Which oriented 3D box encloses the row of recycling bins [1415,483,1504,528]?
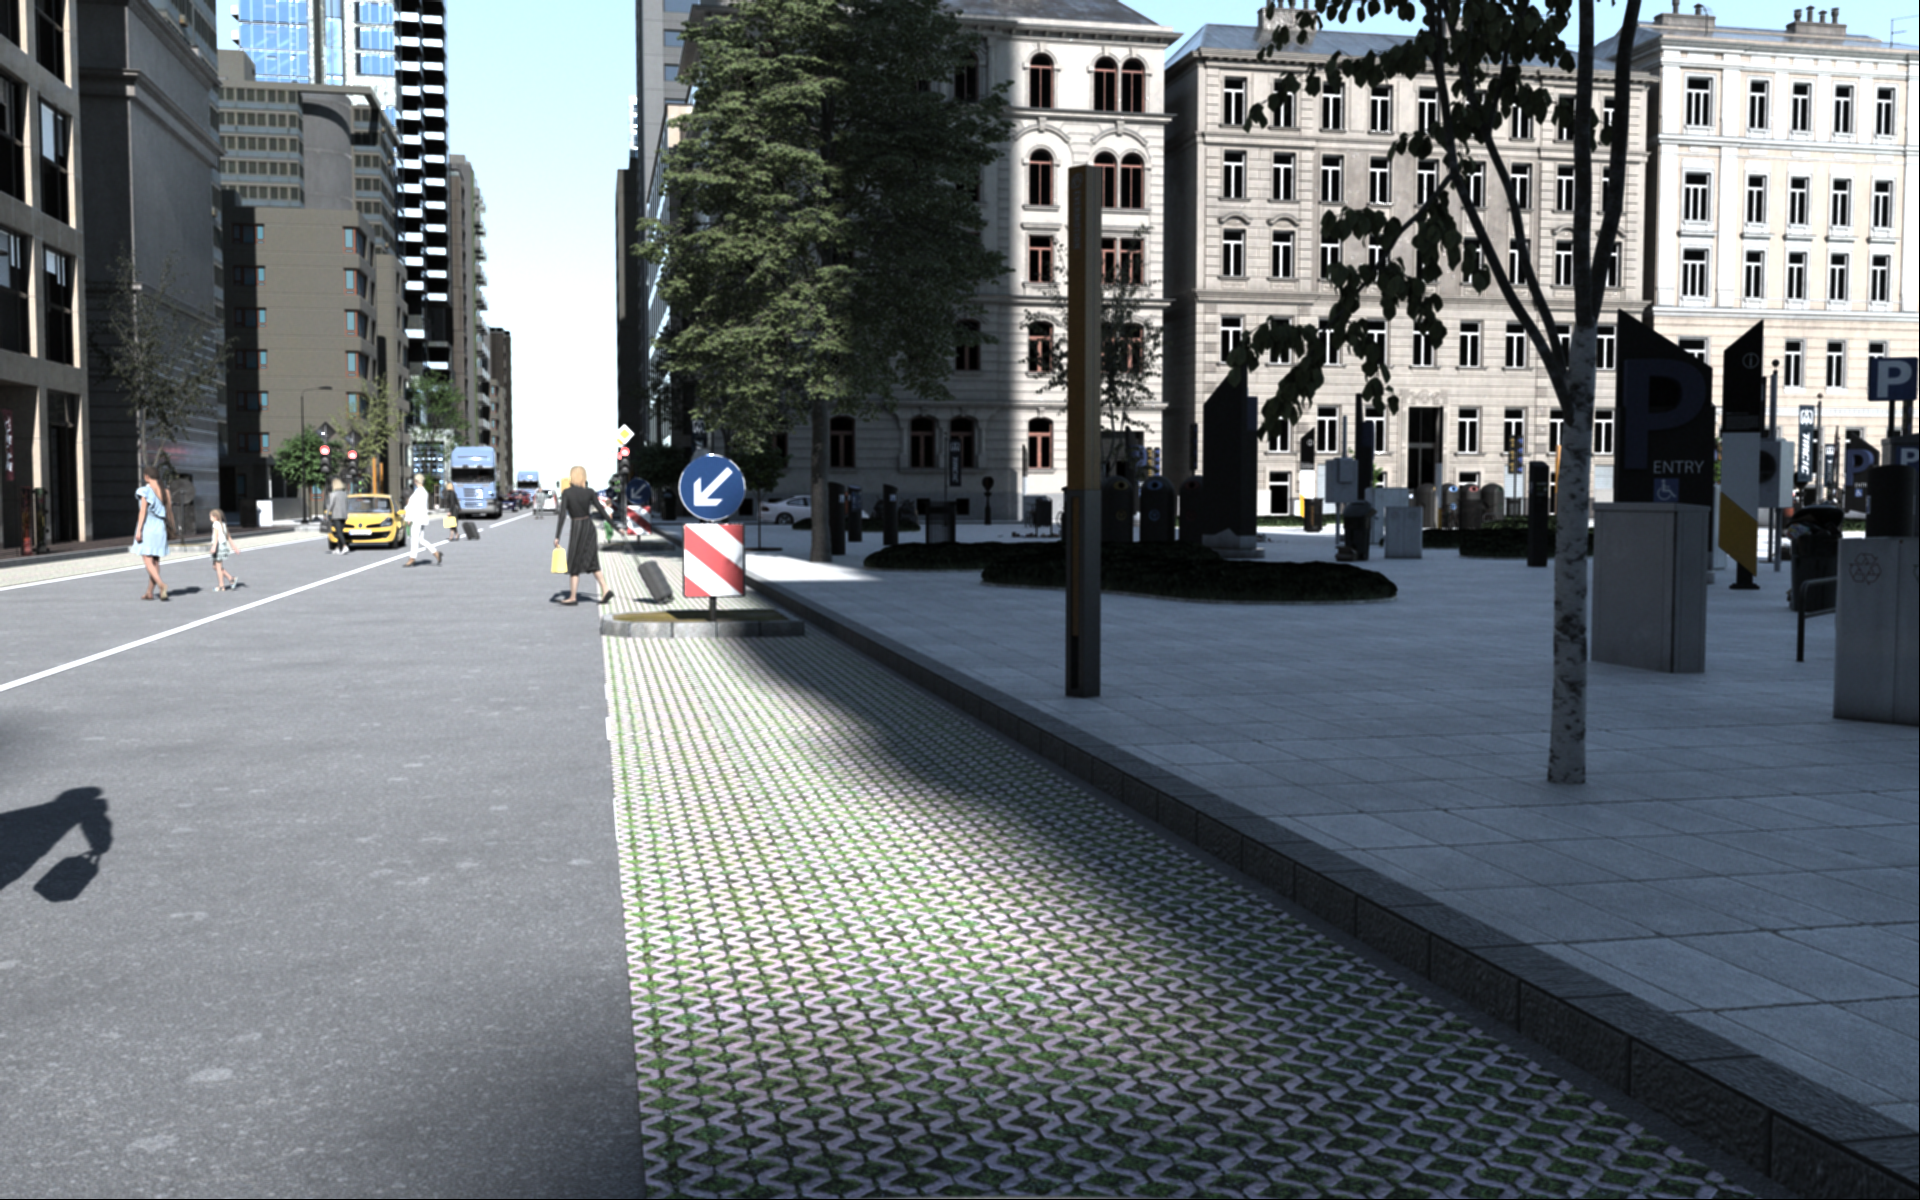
[{"bbox_3d":[19.015,-3.603,66.016,3.534,1.692,1.069,-1,4,-13],"label":"row of recycling bins"}]

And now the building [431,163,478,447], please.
[{"bbox_3d":[-65.645,-32.046,207.538,14.154,41.232,14.086,-1,4,-12],"label":"building"}]

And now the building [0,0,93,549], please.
[{"bbox_3d":[-29.676,-13.680,28.190,19.350,26.468,34.151,-1,4,-12],"label":"building"}]

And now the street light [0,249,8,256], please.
[{"bbox_3d":[-18.724,-3.689,32.854,1.470,5.913,1.316,-1,4,-12],"label":"street light"}]

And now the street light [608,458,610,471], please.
[{"bbox_3d":[-37.092,-13.143,187.433,1.470,5.913,1.316,-1,4,-12],"label":"street light"}]

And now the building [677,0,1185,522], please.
[{"bbox_3d":[-2.102,-18.411,88.406,23.554,28.519,14.401,-1,4,-12],"label":"building"}]

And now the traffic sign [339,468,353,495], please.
[{"bbox_3d":[-30.217,-5.220,85.453,0.768,2.556,0.104,0,4,-8],"label":"traffic sign"}]

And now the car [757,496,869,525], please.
[{"bbox_3d":[-6.331,-3.817,74.765,4.827,1.381,2.083,-1,4,-12],"label":"car"}]

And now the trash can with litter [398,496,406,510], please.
[{"bbox_3d":[-37.407,-6.468,117.141,0.624,1.170,1.055,2,4,29],"label":"trash can with litter"}]

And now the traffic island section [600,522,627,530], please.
[{"bbox_3d":[-15.116,-3.384,77.601,2.009,0.180,2.903,-1,4,-12],"label":"traffic island section"}]

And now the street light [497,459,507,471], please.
[{"bbox_3d":[-61.115,-15.813,231.089,1.470,5.913,1.316,-1,4,-12],"label":"street light"}]

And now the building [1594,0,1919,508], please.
[{"bbox_3d":[44.007,-19.041,97.227,20.117,28.700,13.634,-1,4,-12],"label":"building"}]

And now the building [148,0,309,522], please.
[{"bbox_3d":[-49.385,-23.863,82.033,32.217,40.220,23.993,-1,4,-12],"label":"building"}]

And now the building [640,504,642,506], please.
[{"bbox_3d":[-20.167,-30.859,196.424,32.217,40.220,23.993,-1,4,-12],"label":"building"}]

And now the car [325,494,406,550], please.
[{"bbox_3d":[-15.704,-2.183,45.910,2.015,1.641,3.980,-1,4,-13],"label":"car"}]

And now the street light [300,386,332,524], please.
[{"bbox_3d":[-27.776,-6.252,74.759,1.470,5.913,1.316,-1,4,-12],"label":"street light"}]

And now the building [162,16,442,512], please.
[{"bbox_3d":[-64.180,-28.373,155.776,32.217,40.220,23.993,-1,4,-12],"label":"building"}]

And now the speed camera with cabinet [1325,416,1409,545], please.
[{"bbox_3d":[10.373,-3.045,44.115,2.038,3.252,0.660,-1,4,-9],"label":"speed camera with cabinet"}]

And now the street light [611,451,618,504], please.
[{"bbox_3d":[-29.472,-10.931,151.269,1.470,5.913,1.316,-1,4,-12],"label":"street light"}]

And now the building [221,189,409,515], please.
[{"bbox_3d":[-53.108,-16.632,116.966,27.650,21.520,28.899,-1,4,-12],"label":"building"}]

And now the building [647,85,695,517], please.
[{"bbox_3d":[-10.614,-19.087,116.588,19.350,26.468,34.151,-1,4,-12],"label":"building"}]

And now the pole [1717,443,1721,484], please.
[{"bbox_3d":[30.021,-4.561,68.415,0.158,3.312,0.155,0,3,0],"label":"pole"}]

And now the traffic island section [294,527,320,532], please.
[{"bbox_3d":[-24.638,-2.760,67.414,2.009,0.180,2.903,-1,4,-12],"label":"traffic island section"}]

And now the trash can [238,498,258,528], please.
[{"bbox_3d":[-27.175,-3.332,66.129,0.748,1.137,0.748,0,3,0],"label":"trash can"}]

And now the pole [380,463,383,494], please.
[{"bbox_3d":[-37.682,-7.278,112.833,0.158,3.312,0.155,0,3,0],"label":"pole"}]

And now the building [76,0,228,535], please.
[{"bbox_3d":[-38.165,-13.162,57.007,24.055,21.916,13.314,-1,4,-12],"label":"building"}]

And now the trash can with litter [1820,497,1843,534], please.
[{"bbox_3d":[20.144,-1.736,39.444,1.678,1.210,2.233,-2,4,-33],"label":"trash can with litter"}]

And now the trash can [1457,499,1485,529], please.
[{"bbox_3d":[13.856,-2.163,47.014,0.748,1.137,0.748,0,3,0],"label":"trash can"}]

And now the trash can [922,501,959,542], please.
[{"bbox_3d":[-0.392,-1.430,35.028,0.748,1.137,0.748,0,3,0],"label":"trash can"}]

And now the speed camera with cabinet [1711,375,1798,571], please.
[{"bbox_3d":[12.890,-2.131,29.181,0.660,3.252,2.038,-3,5,-41],"label":"speed camera with cabinet"}]

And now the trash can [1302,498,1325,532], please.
[{"bbox_3d":[11.869,-2.847,58.198,0.748,1.137,0.748,0,3,0],"label":"trash can"}]

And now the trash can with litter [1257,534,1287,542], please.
[{"bbox_3d":[8.052,-2.384,50.042,2.233,1.210,1.678,-3,5,-41],"label":"trash can with litter"}]

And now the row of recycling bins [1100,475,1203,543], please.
[{"bbox_3d":[4.763,-1.907,38.295,3.534,1.692,1.069,1,4,17],"label":"row of recycling bins"}]

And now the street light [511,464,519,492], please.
[{"bbox_3d":[-69.420,-18.191,269.970,1.470,5.913,1.316,-1,4,-12],"label":"street light"}]

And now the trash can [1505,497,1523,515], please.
[{"bbox_3d":[23.377,-3.761,73.145,0.748,1.137,0.748,0,3,0],"label":"trash can"}]

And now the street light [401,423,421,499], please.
[{"bbox_3d":[-36.027,-8.629,113.628,1.470,5.913,1.316,-1,4,-12],"label":"street light"}]

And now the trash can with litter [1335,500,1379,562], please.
[{"bbox_3d":[7.597,-1.336,33.229,0.624,1.170,1.055,2,4,30],"label":"trash can with litter"}]

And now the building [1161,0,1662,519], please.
[{"bbox_3d":[22.077,-18.009,91.706,25.104,27.353,12.463,-1,4,-12],"label":"building"}]

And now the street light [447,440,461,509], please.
[{"bbox_3d":[-43.669,-10.827,149.561,1.470,5.913,1.316,-1,4,-12],"label":"street light"}]

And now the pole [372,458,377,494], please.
[{"bbox_3d":[-32.775,-6.311,97.021,0.158,3.312,0.155,0,3,0],"label":"pole"}]

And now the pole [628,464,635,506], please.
[{"bbox_3d":[-22.095,-7.529,116.949,0.158,3.312,0.155,0,3,0],"label":"pole"}]

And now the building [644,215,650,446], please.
[{"bbox_3d":[-18.929,-21.836,142.917,13.634,28.700,20.117,-1,4,-12],"label":"building"}]

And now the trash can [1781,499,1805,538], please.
[{"bbox_3d":[24.453,-2.406,50.994,0.748,1.137,0.748,0,3,0],"label":"trash can"}]

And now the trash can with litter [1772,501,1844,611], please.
[{"bbox_3d":[9.347,-0.474,19.130,0.624,1.170,1.055,1,4,14],"label":"trash can with litter"}]

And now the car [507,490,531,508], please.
[{"bbox_3d":[-44.397,-10.134,174.370,2.281,1.827,5.304,-1,4,-14],"label":"car"}]

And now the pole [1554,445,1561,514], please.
[{"bbox_3d":[24.921,-4.794,72.219,0.158,3.312,0.155,0,3,0],"label":"pole"}]

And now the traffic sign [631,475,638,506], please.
[{"bbox_3d":[-21.742,-7.120,116.510,0.768,2.556,0.104,-1,4,-11],"label":"traffic sign"}]

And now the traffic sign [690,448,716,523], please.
[{"bbox_3d":[-7.072,-2.927,47.956,0.768,2.556,0.104,0,4,-4],"label":"traffic sign"}]

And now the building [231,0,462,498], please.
[{"bbox_3d":[-64.492,-53.226,182.921,22.319,86.520,31.000,-1,4,-12],"label":"building"}]

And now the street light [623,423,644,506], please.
[{"bbox_3d":[-21.253,-8.588,112.947,1.470,5.913,1.316,-1,4,-12],"label":"street light"}]

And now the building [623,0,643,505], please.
[{"bbox_3d":[-31.731,-47.556,215.787,20.563,71.187,20.611,-1,4,-12],"label":"building"}]

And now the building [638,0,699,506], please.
[{"bbox_3d":[-20.540,-38.358,169.146,21.231,58.520,28.212,-1,4,-12],"label":"building"}]

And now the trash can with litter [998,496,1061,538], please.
[{"bbox_3d":[2.214,-2.478,51.576,2.233,1.210,1.678,2,4,33],"label":"trash can with litter"}]

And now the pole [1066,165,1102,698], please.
[{"bbox_3d":[0.780,-1.043,10.900,0.158,3.312,0.155,0,3,0],"label":"pole"}]

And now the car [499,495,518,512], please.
[{"bbox_3d":[-36.381,-7.714,138.703,1.945,1.354,3.894,-1,4,-10],"label":"car"}]
